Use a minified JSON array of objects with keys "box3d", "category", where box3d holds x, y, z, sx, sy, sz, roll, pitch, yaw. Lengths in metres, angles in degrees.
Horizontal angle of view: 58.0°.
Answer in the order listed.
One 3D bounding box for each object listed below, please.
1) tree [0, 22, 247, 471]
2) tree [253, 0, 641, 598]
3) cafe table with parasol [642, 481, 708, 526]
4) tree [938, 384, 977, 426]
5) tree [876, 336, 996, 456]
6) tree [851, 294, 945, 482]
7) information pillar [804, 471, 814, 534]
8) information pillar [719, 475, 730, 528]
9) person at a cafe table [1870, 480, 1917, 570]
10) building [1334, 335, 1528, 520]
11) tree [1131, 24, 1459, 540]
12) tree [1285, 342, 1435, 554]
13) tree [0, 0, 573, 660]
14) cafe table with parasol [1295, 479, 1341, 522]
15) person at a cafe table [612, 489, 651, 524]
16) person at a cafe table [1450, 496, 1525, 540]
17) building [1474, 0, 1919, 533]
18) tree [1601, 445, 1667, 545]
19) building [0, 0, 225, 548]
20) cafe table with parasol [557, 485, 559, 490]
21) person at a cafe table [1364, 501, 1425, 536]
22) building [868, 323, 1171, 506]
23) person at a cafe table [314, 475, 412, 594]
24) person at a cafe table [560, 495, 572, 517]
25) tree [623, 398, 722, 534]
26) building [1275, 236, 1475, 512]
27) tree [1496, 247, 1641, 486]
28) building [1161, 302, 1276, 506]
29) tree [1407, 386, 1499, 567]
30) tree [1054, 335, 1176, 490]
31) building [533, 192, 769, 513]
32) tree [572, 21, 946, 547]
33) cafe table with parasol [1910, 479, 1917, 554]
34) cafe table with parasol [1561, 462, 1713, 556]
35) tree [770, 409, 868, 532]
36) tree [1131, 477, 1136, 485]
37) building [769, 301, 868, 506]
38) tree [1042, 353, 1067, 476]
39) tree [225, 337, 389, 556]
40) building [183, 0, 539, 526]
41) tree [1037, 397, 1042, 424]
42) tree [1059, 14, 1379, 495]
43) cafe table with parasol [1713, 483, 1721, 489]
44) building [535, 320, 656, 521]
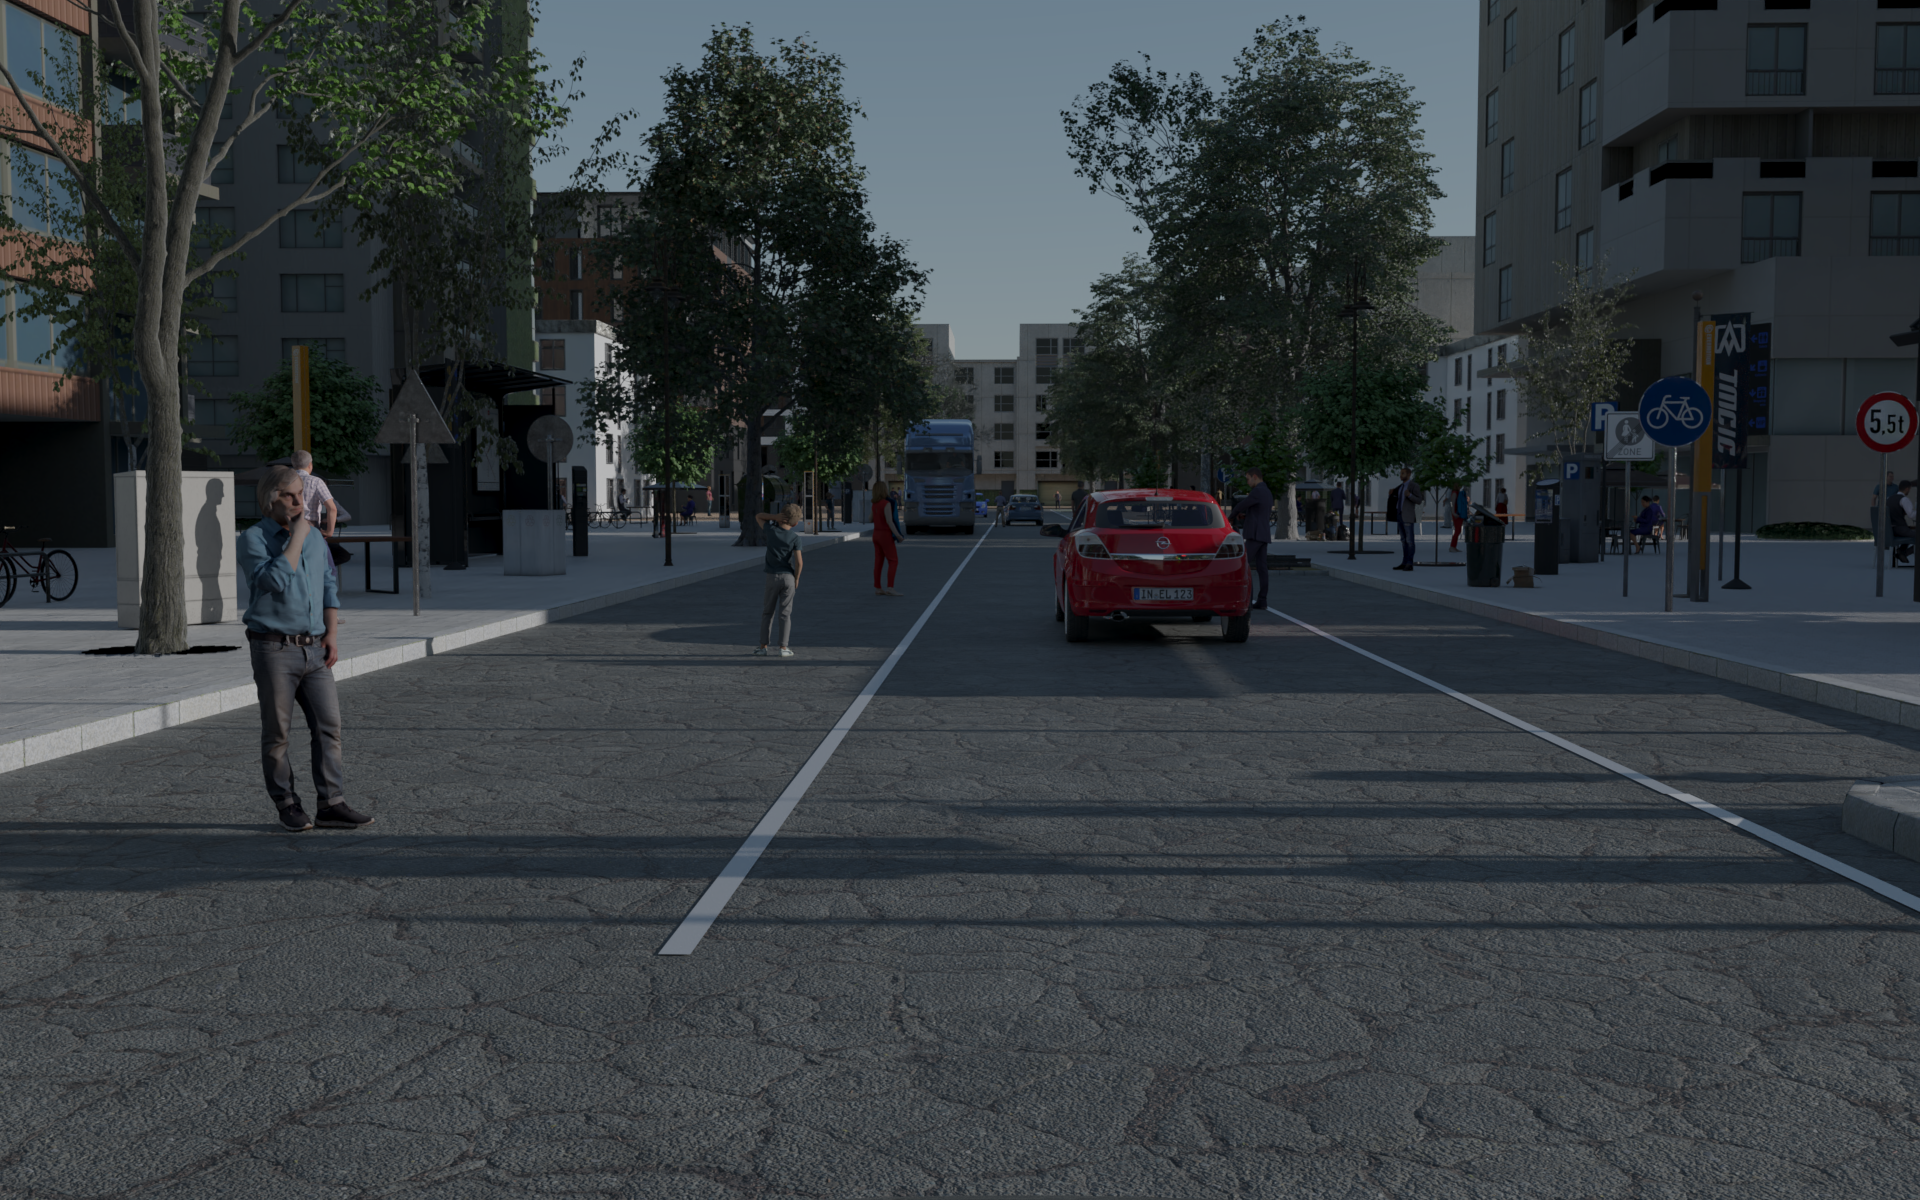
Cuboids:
[{"box3d":[-13.257,-4.713,27.423,4.737,8.622,4.395,0,3,0],"category":"tree"},{"box3d":[-6.370,-4.324,21.056,4.360,8.622,3.978,0,3,0],"category":"tree"},{"box3d":[-11.490,-3.978,69.908,2.610,1.966,2.610,-1,4,-9],"category":"cafe table with parasol"},{"box3d":[-2.247,-13.825,151.797,9.928,11.665,9.643,0,3,0],"category":"tree"},{"box3d":[-2.730,-13.787,135.794,12.009,13.543,11.850,0,3,0],"category":"tree"},{"box3d":[-4.833,-10.714,93.298,7.486,12.596,7.792,0,3,0],"category":"tree"},{"box3d":[-4.864,-3.137,55.774,0.304,2.012,0.304,0,4,-4],"category":"information pillar"},{"box3d":[-8.929,-3.740,65.645,0.304,2.012,0.304,2,4,28],"category":"information pillar"},{"box3d":[16.435,-1.293,29.653,1.622,1.524,1.698,-1,4,-12],"category":"person at a cafe table"},{"box3d":[28.191,-9.538,98.086,9.099,9.664,28.070,0,4,2],"category":"building"},{"box3d":[9.345,-8.689,48.722,9.857,13.997,8.962,0,3,0],"category":"tree"},{"box3d":[8.652,-3.292,37.545,4.285,4.588,4.351,0,3,0],"category":"tree"},{"box3d":[-6.301,-5.371,13.579,9.928,11.665,9.643,0,3,0],"category":"tree"},{"box3d":[16.096,-4.531,78.953,2.610,1.966,2.610,0,4,2],"category":"cafe table with parasol"},{"box3d":[-14.384,-4.112,75.739,1.622,1.524,1.698,-1,4,-12],"category":"person at a cafe table"},{"box3d":[14.449,-2.280,48.134,1.698,1.238,1.726,-3,4,-36],"category":"person at a cafe table"},{"box3d":[36.818,-29.160,66.009,28.713,52.752,27.495,0,4,2],"category":"building"},{"box3d":[17.003,-3.013,43.868,1.663,3.219,1.824,0,3,0],"category":"tree"},{"box3d":[-30.028,-23.330,36.073,22.147,44.769,28.867,0,4,2],"category":"building"},{"box3d":[-13.907,-3.090,55.394,2.610,1.966,2.610,2,4,35],"category":"cafe table with parasol"},{"box3d":[13.748,-2.644,54.091,1.698,1.238,1.726,-2,4,-25],"category":"person at a cafe table"},{"box3d":[6.447,-19.673,188.105,31.486,18.905,16.747,0,4,2],"category":"building"},{"box3d":[-8.076,-0.840,22.256,1.622,1.524,1.698,3,5,43],"category":"person at a cafe table"},{"box3d":[-16.431,-3.816,70.903,1.698,1.524,1.622,-1,4,-12],"category":"person at a cafe table"},{"box3d":[-9.149,-4.416,55.910,4.285,4.588,4.351,0,3,0],"category":"tree"},{"box3d":[34.011,-15.957,127.355,16.747,18.905,31.486,0,4,2],"category":"building"},{"box3d":[18.552,-6.234,52.282,4.360,8.622,3.978,0,3,0],"category":"tree"},{"box3d":[39.585,-21.301,192.252,32.646,21.610,27.936,0,4,2],"category":"building"},{"box3d":[8.473,-2.217,30.847,1.663,3.219,1.824,0,3,0],"category":"tree"},{"box3d":[11.491,-12.631,123.518,9.611,12.733,9.660,0,3,0],"category":"tree"},{"box3d":[-33.026,-17.590,131.564,32.646,21.610,27.936,0,4,2],"category":"building"},{"box3d":[-4.961,-7.660,42.250,9.611,12.733,9.660,0,3,0],"category":"tree"},{"box3d":[21.036,-1.922,36.296,2.610,1.966,2.610,0,4,-1],"category":"cafe table with parasol"},{"box3d":[13.944,-1.958,36.882,2.610,1.966,2.610,-2,4,-25],"category":"cafe table with parasol"},{"box3d":[-4.728,-4.572,58.461,4.285,4.588,4.351,0,3,0],"category":"tree"},{"box3d":[10.590,-6.450,100.052,1.663,3.219,1.824,0,3,0],"category":"tree"},{"box3d":[-25.804,-21.410,194.025,32.646,21.610,27.936,0,4,2],"category":"building"},{"box3d":[10.143,-11.168,89.246,9.857,13.997,8.962,0,3,0],"category":"tree"},{"box3d":[-13.325,-3.199,36.010,4.285,4.588,4.351,0,3,0],"category":"tree"},{"box3d":[-27.202,-23.922,74.716,14.154,41.232,14.086,0,4,2],"category":"building"},{"box3d":[11.555,-14.877,149.888,9.857,13.997,8.962,0,3,0],"category":"tree"},{"box3d":[11.123,-12.950,67.618,12.611,20.169,13.585,0,3,0],"category":"tree"},{"box3d":[19.797,-2.661,48.373,2.610,1.966,2.610,2,4,26],"category":"cafe table with parasol"},{"box3d":[-21.572,-9.515,97.715,9.099,9.664,28.070,0,4,2],"category":"building"}]
